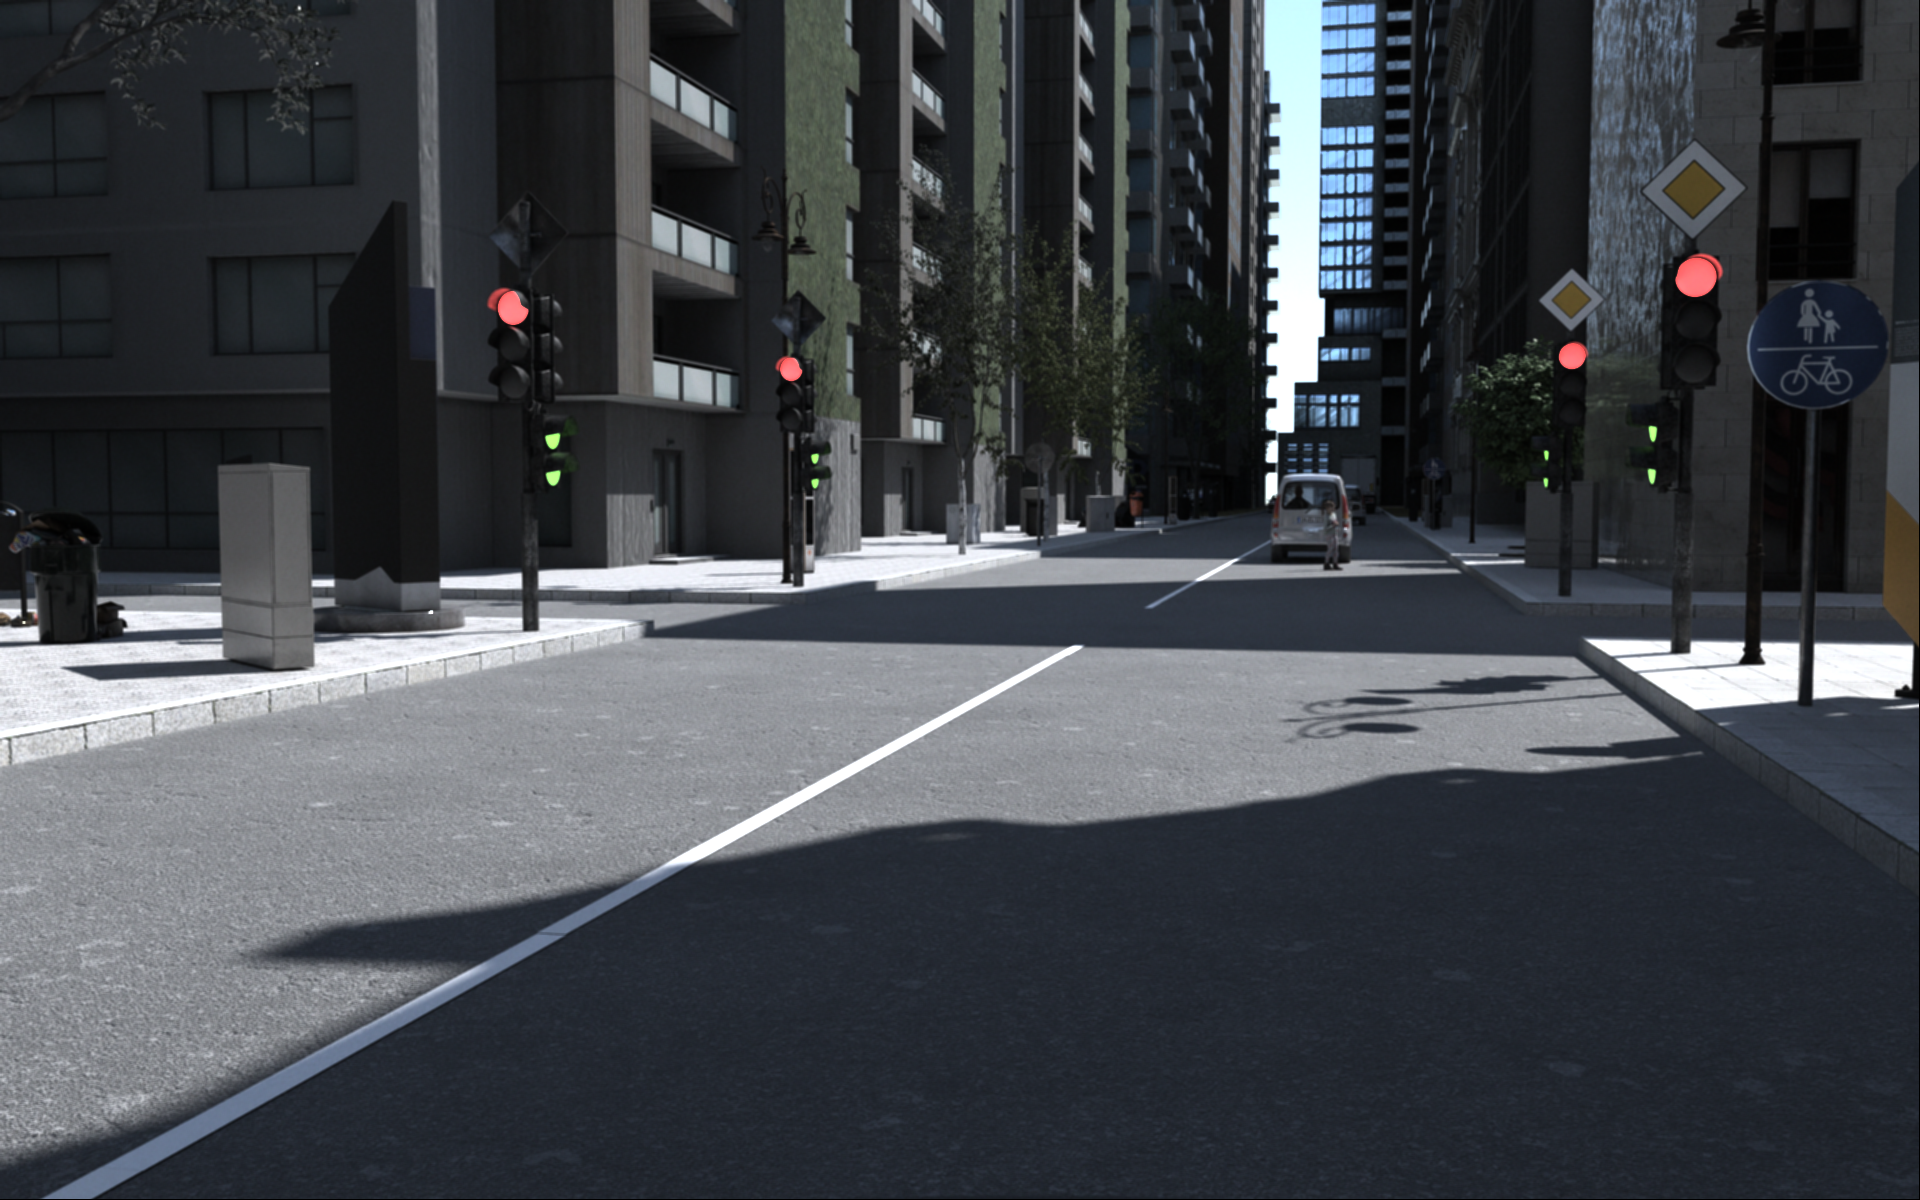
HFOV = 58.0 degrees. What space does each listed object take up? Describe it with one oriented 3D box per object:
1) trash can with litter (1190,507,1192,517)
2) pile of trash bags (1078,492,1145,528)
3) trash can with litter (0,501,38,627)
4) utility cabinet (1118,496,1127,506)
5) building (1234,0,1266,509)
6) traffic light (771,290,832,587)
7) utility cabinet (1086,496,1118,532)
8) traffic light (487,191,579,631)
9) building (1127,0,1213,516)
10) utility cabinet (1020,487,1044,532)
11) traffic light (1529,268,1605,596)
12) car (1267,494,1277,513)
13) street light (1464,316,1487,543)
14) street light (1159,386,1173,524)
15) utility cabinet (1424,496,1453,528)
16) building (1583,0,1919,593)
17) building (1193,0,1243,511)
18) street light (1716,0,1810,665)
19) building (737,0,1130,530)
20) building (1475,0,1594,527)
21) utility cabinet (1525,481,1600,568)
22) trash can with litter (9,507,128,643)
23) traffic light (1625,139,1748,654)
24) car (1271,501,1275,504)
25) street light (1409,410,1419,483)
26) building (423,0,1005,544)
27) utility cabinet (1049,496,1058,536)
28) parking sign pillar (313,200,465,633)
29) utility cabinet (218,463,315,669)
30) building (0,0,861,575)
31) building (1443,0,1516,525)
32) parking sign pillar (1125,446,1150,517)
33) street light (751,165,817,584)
[{"bbox_3d":[12.890,-5.235,96.973,0.624,1.170,1.055,-1,4,-17],"label":"trash can with litter"},{"bbox_3d":[5.986,-3.444,66.066,1.912,1.369,3.447,-2,4,-27],"label":"pile of trash bags"},{"bbox_3d":[-9.772,-0.369,17.095,2.233,1.210,1.678,0,4,7],"label":"trash can with litter"},{"bbox_3d":[6.600,-3.684,71.389,0.306,1.237,1.020,-1,4,-10],"label":"utility cabinet"},{"bbox_3d":[17.488,-44.234,161.472,20.611,71.187,20.563,1,4,13],"label":"building"},{"bbox_3d":[-2.224,-2.139,23.892,0.839,4.253,0.868,1,4,13],"label":"traffic light"},{"bbox_3d":[4.751,-2.896,58.513,1.020,1.237,0.306,-2,4,-31],"label":"utility cabinet"},{"bbox_3d":[-4.005,-1.663,16.108,0.839,4.253,0.868,1,4,13],"label":"traffic light"},{"bbox_3d":[4.744,-30.259,114.337,23.786,49.044,30.456,1,4,13],"label":"building"},{"bbox_3d":[2.395,-2.999,57.705,0.318,1.500,1.173,-2,4,-25],"label":"utility cabinet"},{"bbox_3d":[7.588,-2.003,21.672,0.839,4.253,0.868,1,4,13],"label":"traffic light"},{"bbox_3d":[24.675,-7.423,133.375,2.014,1.417,4.499,1,4,13],"label":"car"},{"bbox_3d":[13.405,-4.426,45.158,0.468,5.910,1.993,1,4,13],"label":"street light"},{"bbox_3d":[8.836,-6.202,74.191,0.468,5.910,1.993,1,4,13],"label":"street light"},{"bbox_3d":[18.366,-3.384,66.484,1.020,1.237,0.306,0,4,-2],"label":"utility cabinet"},{"bbox_3d":[18.854,-10.435,25.361,16.860,20.320,10.420,1,4,13],"label":"building"},{"bbox_3d":[14.582,-29.698,135.679,14.600,45.320,14.200,1,4,13],"label":"building"},{"bbox_3d":[5.986,-2.454,12.909,0.468,5.910,1.993,1,4,13],"label":"street light"},{"bbox_3d":[-0.464,-23.970,75.512,14.154,41.232,14.086,1,4,13],"label":"building"},{"bbox_3d":[25.334,-16.144,57.455,14.314,27.812,24.014,1,4,13],"label":"building"},{"bbox_3d":[10.383,-1.296,29.871,1.173,1.500,0.318,3,5,40],"label":"utility cabinet"},{"bbox_3d":[-7.787,-0.233,15.203,0.624,1.170,1.055,0,4,-4],"label":"trash can with litter"},{"bbox_3d":[5.807,-1.527,13.887,0.839,4.253,0.868,1,4,13],"label":"traffic light"},{"bbox_3d":[20.668,-5.914,109.062,2.083,1.381,4.827,1,4,11],"label":"car"},{"bbox_3d":[24.624,-7.420,94.103,0.468,5.910,1.993,1,4,13],"label":"street light"},{"bbox_3d":[-6.780,-22.676,54.340,14.154,41.232,14.086,1,4,13],"label":"building"},{"bbox_3d":[2.875,-2.604,53.730,0.306,1.237,1.020,0,4,1],"label":"utility cabinet"},{"bbox_3d":[-5.515,-1.718,16.557,1.447,3.967,1.447,3,5,43],"label":"parking sign pillar"},{"bbox_3d":[-5.194,-0.263,12.971,0.318,1.500,1.173,-3,5,-40],"label":"utility cabinet"},{"bbox_3d":[-10.591,-21.346,32.597,14.154,41.232,14.086,1,4,13],"label":"building"},{"bbox_3d":[30.275,-17.988,81.495,14.401,28.519,23.554,1,4,13],"label":"building"},{"bbox_3d":[9.885,-6.611,96.570,1.447,3.967,1.447,-1,4,-15],"label":"parking sign pillar"},{"bbox_3d":[-2.490,-3.178,24.741,0.468,5.910,1.993,1,4,13],"label":"street light"}]
